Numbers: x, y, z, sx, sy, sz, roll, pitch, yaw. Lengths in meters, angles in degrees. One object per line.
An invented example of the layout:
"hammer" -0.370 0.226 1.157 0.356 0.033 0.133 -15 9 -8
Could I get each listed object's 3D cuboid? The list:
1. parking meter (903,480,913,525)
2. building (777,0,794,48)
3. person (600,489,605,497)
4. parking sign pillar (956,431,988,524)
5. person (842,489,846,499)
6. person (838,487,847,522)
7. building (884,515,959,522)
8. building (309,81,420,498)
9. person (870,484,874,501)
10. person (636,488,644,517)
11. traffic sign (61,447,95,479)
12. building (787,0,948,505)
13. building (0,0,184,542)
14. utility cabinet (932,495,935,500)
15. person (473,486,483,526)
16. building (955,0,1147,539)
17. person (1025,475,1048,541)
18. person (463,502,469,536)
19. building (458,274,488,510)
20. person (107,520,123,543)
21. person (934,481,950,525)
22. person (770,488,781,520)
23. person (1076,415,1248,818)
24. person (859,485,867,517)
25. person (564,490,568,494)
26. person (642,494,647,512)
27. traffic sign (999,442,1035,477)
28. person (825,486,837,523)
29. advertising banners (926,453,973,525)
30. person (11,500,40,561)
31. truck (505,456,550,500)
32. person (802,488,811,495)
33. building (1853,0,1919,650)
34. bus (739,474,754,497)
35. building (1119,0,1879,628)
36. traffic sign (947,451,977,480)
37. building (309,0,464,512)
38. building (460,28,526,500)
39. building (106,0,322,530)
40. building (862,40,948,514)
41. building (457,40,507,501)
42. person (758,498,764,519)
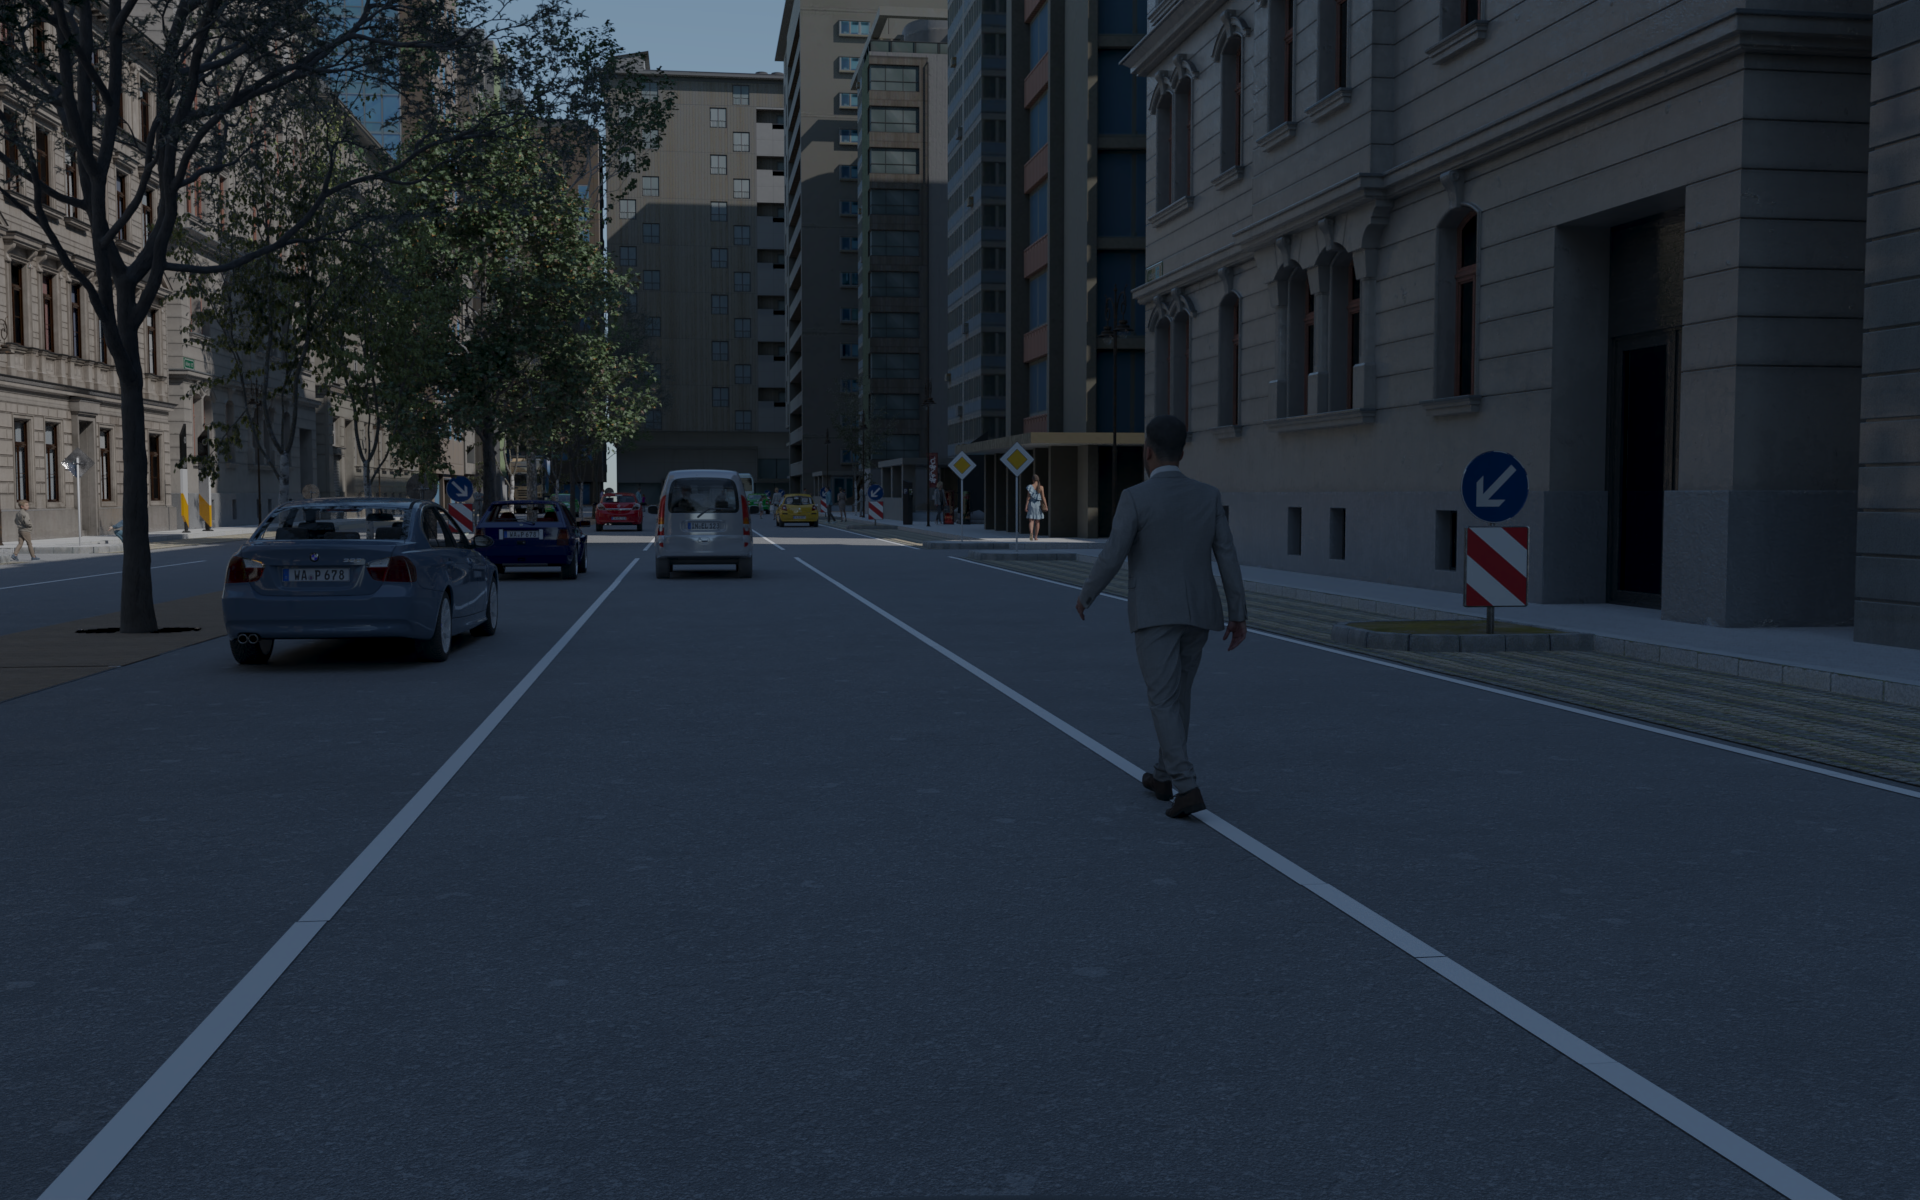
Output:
"parking meter" -2.172 -4.069 72.236 0.399 1.863 0.255 3 5 44
"building" -4.501 -36.374 183.953 28.713 52.752 27.495 -1 4 -9
"person" -28.710 -8.038 139.783 0.599 1.838 0.709 0 4 -7
"parking sign pillar" 0.553 -5.251 74.332 1.447 3.967 1.447 0 4 1
"person" -9.888 -8.604 147.641 0.530 1.710 0.541 -1 4 -15
"person" -6.019 -4.859 88.278 0.599 1.781 0.374 -2 4 -34
"building" 12.361 -24.291 89.042 32.217 40.220 23.993 -1 4 -9
"building" -40.609 -16.212 98.346 16.112 22.955 30.059 -1 4 -9
"person" -4.473 -5.162 90.467 0.620 1.820 0.660 0 4 -7
"person" -20.167 -6.126 108.525 0.748 1.841 0.638 1 4 18
"traffic sign" -21.868 -2.493 42.956 0.795 2.593 0.064 -1 4 -9
"building" -4.478 -32.711 158.530 21.300 48.544 21.600 -1 4 -9
"building" -31.057 -11.411 51.196 10.561 19.102 19.286 -1 4 -9
"utility cabinet" -1.423 -5.631 103.235 0.306 1.237 1.020 1 4 10
"person" -21.346 -4.172 76.899 0.466 1.800 0.511 2 4 35
"building" 14.627 -24.785 59.865 28.867 44.769 22.147 -1 4 -9
"person" 2.085 -2.522 47.378 0.616 1.811 0.778 1 4 9
"person" -16.954 -2.759 59.114 1.012 1.151 0.738 3 5 44
"building" -45.221 -22.342 136.989 14.160 30.474 14.107 -1 4 -9
"person" -22.941 -2.048 47.488 0.738 1.151 1.012 1 4 9
"person" -0.788 -3.973 71.178 0.709 1.800 0.728 -3 5 -39
"person" -10.110 -5.295 95.431 0.694 1.780 0.624 -1 4 -16
"person" 0.945 0.055 7.877 0.678 1.792 0.850 -1 4 -20
"person" -5.382 -5.516 96.406 0.466 1.800 0.511 -1 4 -17
"person" -32.716 -8.280 144.591 0.721 1.743 1.217 0 4 -3
"person" -25.185 -7.699 137.601 0.599 1.433 0.991 2 4 33
"traffic sign" 1.283 -2.214 38.387 0.795 2.593 0.064 -1 4 -9
"person" -6.286 -4.608 83.864 0.620 1.820 0.660 -1 4 -10
"advertising banners" -0.450 -4.684 72.764 2.074 3.025 0.090 1 4 21
"person" -20.135 -1.496 37.235 0.475 1.303 0.640 1 4 20
"truck" -31.945 -8.536 128.476 2.839 4.237 11.283 -1 4 -10
"person" -12.355 -8.118 139.300 0.750 1.759 0.617 -3 4 -36
"building" 15.309 -13.635 0.433 11.434 29.767 29.804 -1 4 -9
"bus" -20.691 -10.205 161.717 2.948 3.499 13.247 0 4 -8
"building" 11.783 -14.692 27.610 14.401 28.519 23.554 -1 4 -9
"traffic sign" 0.075 -2.697 46.281 0.795 2.593 0.064 -1 4 -9
"building" -43.497 -28.893 122.508 14.600 45.320 14.200 -1 4 -9
"building" -60.297 -34.117 177.415 30.456 49.044 23.786 -1 4 -9
"building" -35.693 -17.397 71.829 14.401 28.519 23.554 -1 4 -9
"building" 0.314 -21.002 115.084 14.160 30.474 14.107 -1 4 -9
"building" -47.635 -28.559 150.526 14.154 41.232 14.086 -1 4 -9
"person" -11.627 -5.328 100.625 0.382 1.210 0.505 -2 4 -35
